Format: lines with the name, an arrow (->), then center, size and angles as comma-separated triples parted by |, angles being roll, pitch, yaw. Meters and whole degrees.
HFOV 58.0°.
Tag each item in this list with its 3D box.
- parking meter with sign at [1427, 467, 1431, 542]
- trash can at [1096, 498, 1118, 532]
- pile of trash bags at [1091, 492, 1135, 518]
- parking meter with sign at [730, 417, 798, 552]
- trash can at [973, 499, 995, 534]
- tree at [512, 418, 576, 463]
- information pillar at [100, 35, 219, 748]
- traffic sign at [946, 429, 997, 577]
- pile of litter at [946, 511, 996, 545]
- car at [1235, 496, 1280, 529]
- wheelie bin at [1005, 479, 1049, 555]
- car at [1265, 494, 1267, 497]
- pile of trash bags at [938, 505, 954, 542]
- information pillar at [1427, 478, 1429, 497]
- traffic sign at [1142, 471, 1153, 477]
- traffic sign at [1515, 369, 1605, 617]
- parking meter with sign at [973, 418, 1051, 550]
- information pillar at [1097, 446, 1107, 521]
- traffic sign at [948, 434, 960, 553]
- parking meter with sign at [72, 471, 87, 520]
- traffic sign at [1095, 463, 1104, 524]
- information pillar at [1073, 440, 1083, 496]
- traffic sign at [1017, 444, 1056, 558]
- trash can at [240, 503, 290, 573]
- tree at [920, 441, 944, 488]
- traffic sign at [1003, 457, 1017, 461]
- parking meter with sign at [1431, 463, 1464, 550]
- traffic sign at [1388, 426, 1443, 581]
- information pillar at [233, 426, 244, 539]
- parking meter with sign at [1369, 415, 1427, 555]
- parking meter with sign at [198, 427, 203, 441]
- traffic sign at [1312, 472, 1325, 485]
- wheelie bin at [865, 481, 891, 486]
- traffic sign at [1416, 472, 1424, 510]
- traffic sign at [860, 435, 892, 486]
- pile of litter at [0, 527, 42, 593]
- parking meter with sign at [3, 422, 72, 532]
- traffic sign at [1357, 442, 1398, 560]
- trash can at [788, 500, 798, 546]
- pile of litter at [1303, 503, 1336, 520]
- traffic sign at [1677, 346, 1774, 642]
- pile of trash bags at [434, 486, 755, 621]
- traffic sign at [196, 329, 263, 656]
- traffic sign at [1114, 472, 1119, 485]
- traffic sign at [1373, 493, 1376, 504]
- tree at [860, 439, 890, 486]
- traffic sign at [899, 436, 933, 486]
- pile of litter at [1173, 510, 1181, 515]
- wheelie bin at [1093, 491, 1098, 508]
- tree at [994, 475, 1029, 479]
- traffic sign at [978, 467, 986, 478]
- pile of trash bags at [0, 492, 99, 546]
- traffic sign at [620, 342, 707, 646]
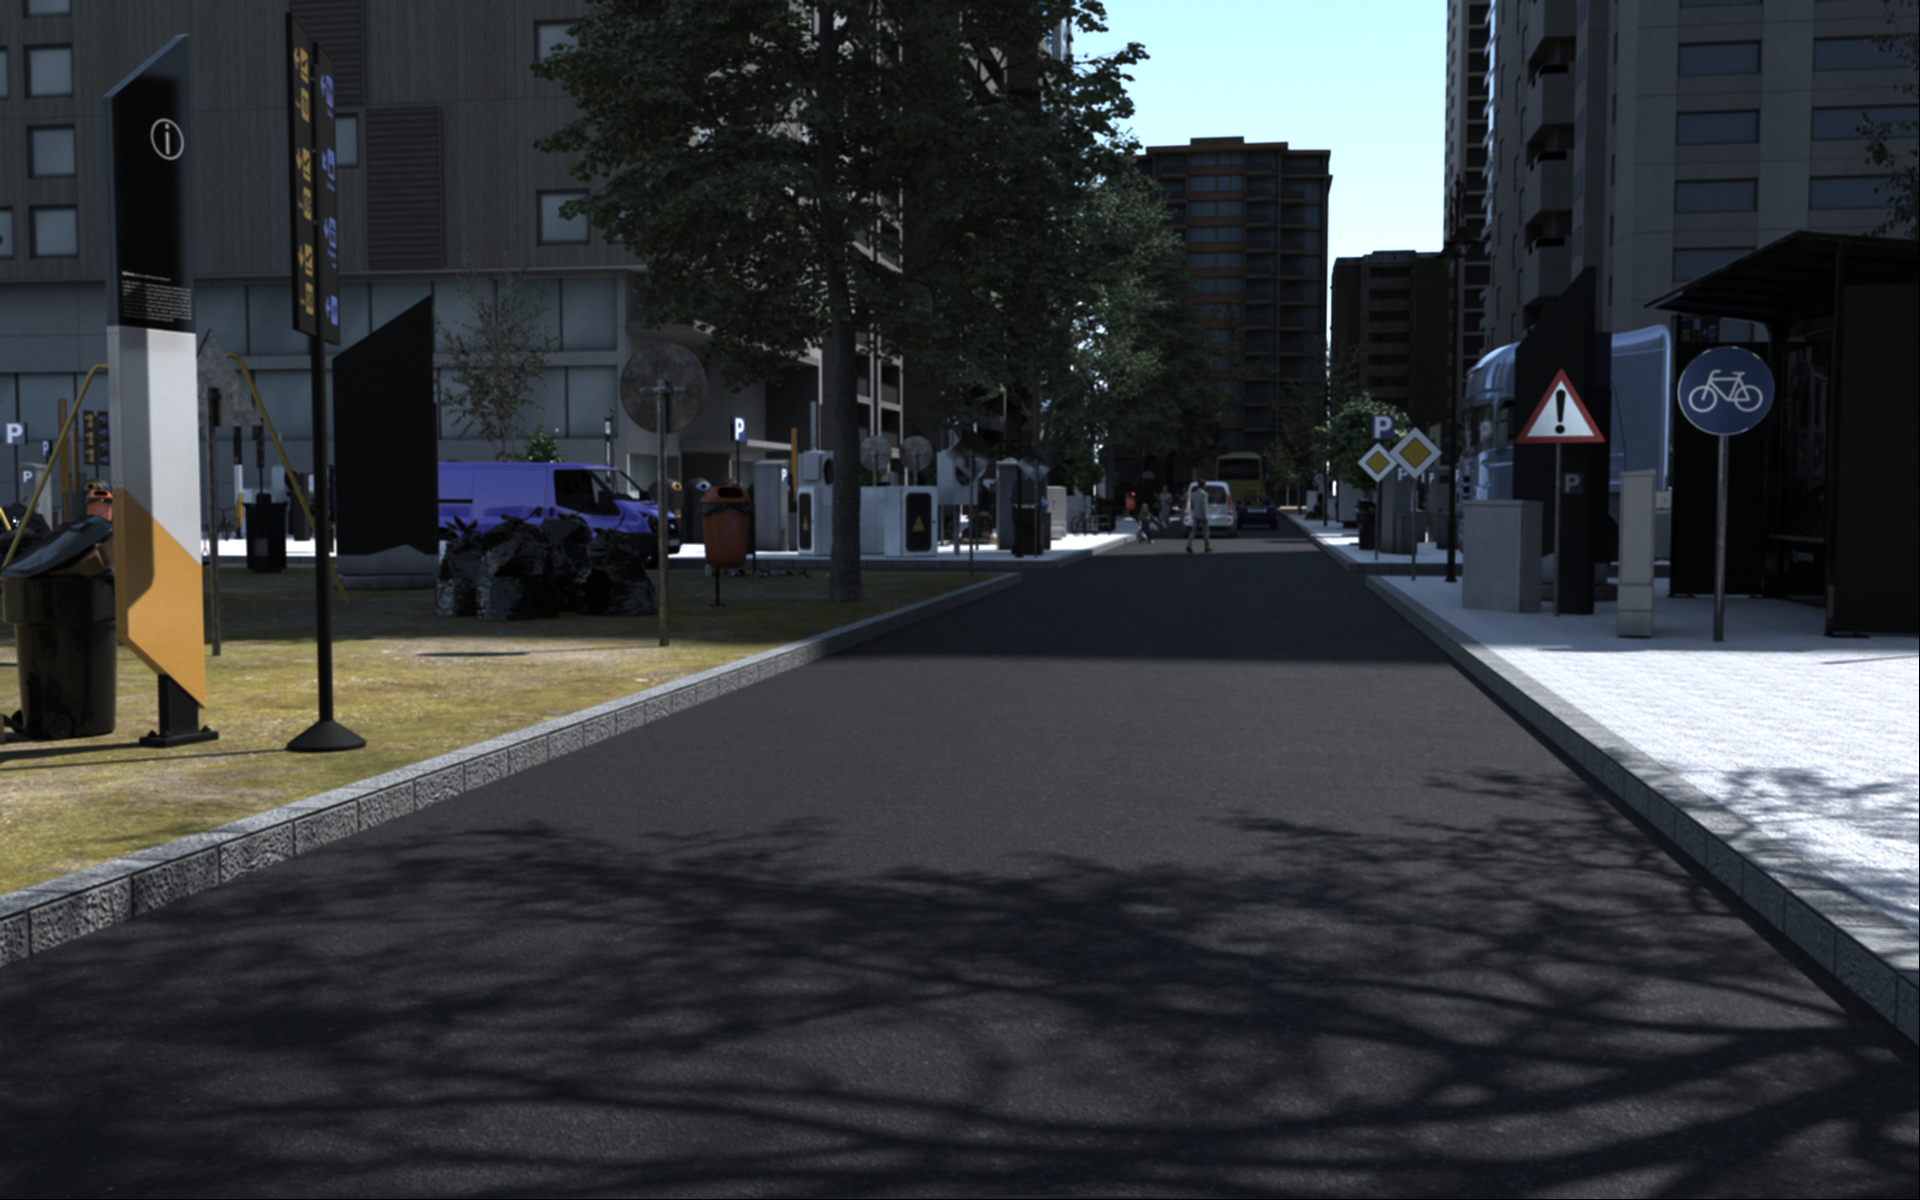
parking meter with sign -> 12.887, -3.060, 46.284 | 1.738, 3.016, 0.543 | -1, 4, -12
trash can -> 5.042, -2.927, 59.502 | 0.748, 1.137, 0.748 | 0, 3, 0
pile of trash bags -> 7.752, -5.023, 91.877 | 3.447, 1.369, 1.912 | 2, 4, 28
parking meter with sign -> -4.250, -2.611, 38.955 | 1.738, 3.016, 0.543 | 1, 4, 21
trash can -> 0.577, -2.162, 46.994 | 0.748, 1.137, 0.748 | 0, 3, 0
tree -> -10.544, -3.025, 44.057 | 1.663, 3.219, 1.824 | 0, 3, 0
information pillar -> -4.059, -1.064, 8.748 | 0.183, 3.616, 0.504 | 2, 4, 24
traffic sign -> 0.177, -1.415, 26.771 | 0.795, 2.450, 0.064 | 1, 4, 10
pile of litter -> 0.473, -1.851, 44.226 | 1.719, 0.858, 1.176 | 3, 4, 37
car -> 12.241, -3.604, 71.499 | 1.945, 1.354, 3.894 | 1, 4, 9
wheelie bin -> 1.433, -1.758, 36.644 | 0.980, 1.594, 0.693 | 1, 4, 16
car -> 19.752, -6.666, 117.667 | 2.281, 1.827, 5.304 | 0, 4, 8
pile of trash bags -> -1.007, -2.330, 47.841 | 1.912, 1.369, 3.447 | 0, 4, -8
information pillar -> 21.176, -4.505, 78.152 | 0.304, 2.012, 0.304 | 1, 4, 22
traffic sign -> 10.247, -5.785, 94.684 | 0.768, 2.556, 0.104 | 1, 4, 12
traffic sign -> 6.252, -1.106, 18.089 | 0.884, 2.594, 0.081 | 1, 4, 17
parking meter with sign -> 1.208, -2.663, 39.806 | 1.738, 3.016, 0.543 | -1, 4, -8
information pillar -> 6.423, -5.298, 77.977 | 0.504, 3.616, 0.183 | -2, 4, -31
traffic sign -> -0.102, -2.313, 37.825 | 0.884, 2.594, 0.081 | 1, 4, 19
parking meter with sign -> -28.929, -3.689, 56.581 | 0.543, 3.016, 1.738 | 3, 4, 39
traffic sign -> 5.576, -4.333, 70.947 | 0.768, 2.556, 0.104 | 1, 4, 15
information pillar -> 4.790, -4.819, 70.143 | 0.504, 3.616, 0.183 | -3, 5, -43
traffic sign -> 1.523, -1.896, 34.642 | 0.795, 2.450, 0.064 | 1, 4, 10
trash can -> -11.305, -1.013, 28.215 | 0.748, 1.137, 0.748 | 0, 3, 0
tree -> -0.553, -4.115, 61.879 | 1.663, 3.219, 1.824 | 0, 3, 0
traffic sign -> 1.721, -3.662, 59.974 | 0.768, 2.556, 0.104 | 1, 4, 19
parking meter with sign -> 11.798, -2.702, 40.433 | 1.738, 3.016, 0.543 | -3, 5, -41
traffic sign -> 6.723, -1.345, 25.635 | 0.795, 2.450, 0.064 | 1, 4, 10
information pillar -> -20.449, -3.529, 49.058 | 0.183, 3.616, 0.504 | -3, 4, -38
parking meter with sign -> 9.395, -2.512, 37.340 | 0.543, 3.016, 1.738 | 0, 4, -8
parking meter with sign -> -17.590, -2.649, 39.567 | 0.543, 3.016, 1.738 | -2, 4, -25
traffic sign -> 20.770, -6.122, 100.205 | 0.768, 2.556, 0.104 | 1, 4, 10
wheelie bin -> -2.022, -2.180, 43.545 | 0.980, 1.594, 0.693 | -1, 4, -19
traffic sign -> 17.377, -3.906, 65.989 | 0.606, 2.300, 0.079 | 1, 4, 15
traffic sign -> -1.852, -2.289, 37.530 | 0.768, 2.556, 0.104 | 1, 4, 16
pile of litter -> -12.442, -0.533, 22.678 | 1.719, 0.858, 1.176 | 1, 4, 11
parking meter with sign -> -22.832, -2.849, 42.849 | 0.543, 3.016, 1.738 | 0, 4, 3
traffic sign -> 8.069, -1.827, 33.507 | 0.795, 2.450, 0.064 | 1, 4, 10
trash can -> -3.767, -1.801, 41.102 | 0.748, 1.137, 0.748 | 0, 3, 0
pile of litter -> 17.648, -4.337, 84.872 | 1.719, 0.858, 1.176 | 1, 4, 10
traffic sign -> 6.605, -0.911, 15.008 | 0.768, 2.556, 0.104 | 1, 4, 17
pile of trash bags -> -3.880, -0.558, 18.870 | 3.447, 1.369, 1.912 | -2, 4, -29
traffic sign -> -5.897, -0.835, 13.664 | 0.884, 2.594, 0.081 | 1, 4, 14
traffic sign -> 7.178, -4.849, 81.407 | 0.606, 2.300, 0.079 | 1, 4, 13
traffic sign -> 11.735, -2.991, 49.013 | 0.768, 2.556, 0.104 | 1, 4, 18
tree -> -3.560, -4.085, 61.394 | 1.663, 3.219, 1.824 | 0, 3, 0
traffic sign -> -0.973, -2.303, 37.756 | 0.768, 2.556, 0.104 | 1, 4, 15
pile of litter -> 13.304, -5.790, 108.637 | 1.176, 0.858, 1.719 | 1, 4, 20
wheelie bin -> 7.286, -4.995, 89.583 | 0.693, 1.594, 0.980 | -1, 4, -10
tree -> 2.574, -5.424, 83.289 | 1.663, 3.219, 1.824 | 0, 3, 0
traffic sign -> 0.466, -3.389, 55.518 | 0.768, 2.556, 0.104 | 1, 4, 17
pile of trash bags -> -21.226, -1.827, 39.631 | 3.447, 1.369, 1.912 | -3, 4, -37
traffic sign -> -2.497, -0.883, 14.543 | 0.768, 2.556, 0.104 | 1, 4, 11
